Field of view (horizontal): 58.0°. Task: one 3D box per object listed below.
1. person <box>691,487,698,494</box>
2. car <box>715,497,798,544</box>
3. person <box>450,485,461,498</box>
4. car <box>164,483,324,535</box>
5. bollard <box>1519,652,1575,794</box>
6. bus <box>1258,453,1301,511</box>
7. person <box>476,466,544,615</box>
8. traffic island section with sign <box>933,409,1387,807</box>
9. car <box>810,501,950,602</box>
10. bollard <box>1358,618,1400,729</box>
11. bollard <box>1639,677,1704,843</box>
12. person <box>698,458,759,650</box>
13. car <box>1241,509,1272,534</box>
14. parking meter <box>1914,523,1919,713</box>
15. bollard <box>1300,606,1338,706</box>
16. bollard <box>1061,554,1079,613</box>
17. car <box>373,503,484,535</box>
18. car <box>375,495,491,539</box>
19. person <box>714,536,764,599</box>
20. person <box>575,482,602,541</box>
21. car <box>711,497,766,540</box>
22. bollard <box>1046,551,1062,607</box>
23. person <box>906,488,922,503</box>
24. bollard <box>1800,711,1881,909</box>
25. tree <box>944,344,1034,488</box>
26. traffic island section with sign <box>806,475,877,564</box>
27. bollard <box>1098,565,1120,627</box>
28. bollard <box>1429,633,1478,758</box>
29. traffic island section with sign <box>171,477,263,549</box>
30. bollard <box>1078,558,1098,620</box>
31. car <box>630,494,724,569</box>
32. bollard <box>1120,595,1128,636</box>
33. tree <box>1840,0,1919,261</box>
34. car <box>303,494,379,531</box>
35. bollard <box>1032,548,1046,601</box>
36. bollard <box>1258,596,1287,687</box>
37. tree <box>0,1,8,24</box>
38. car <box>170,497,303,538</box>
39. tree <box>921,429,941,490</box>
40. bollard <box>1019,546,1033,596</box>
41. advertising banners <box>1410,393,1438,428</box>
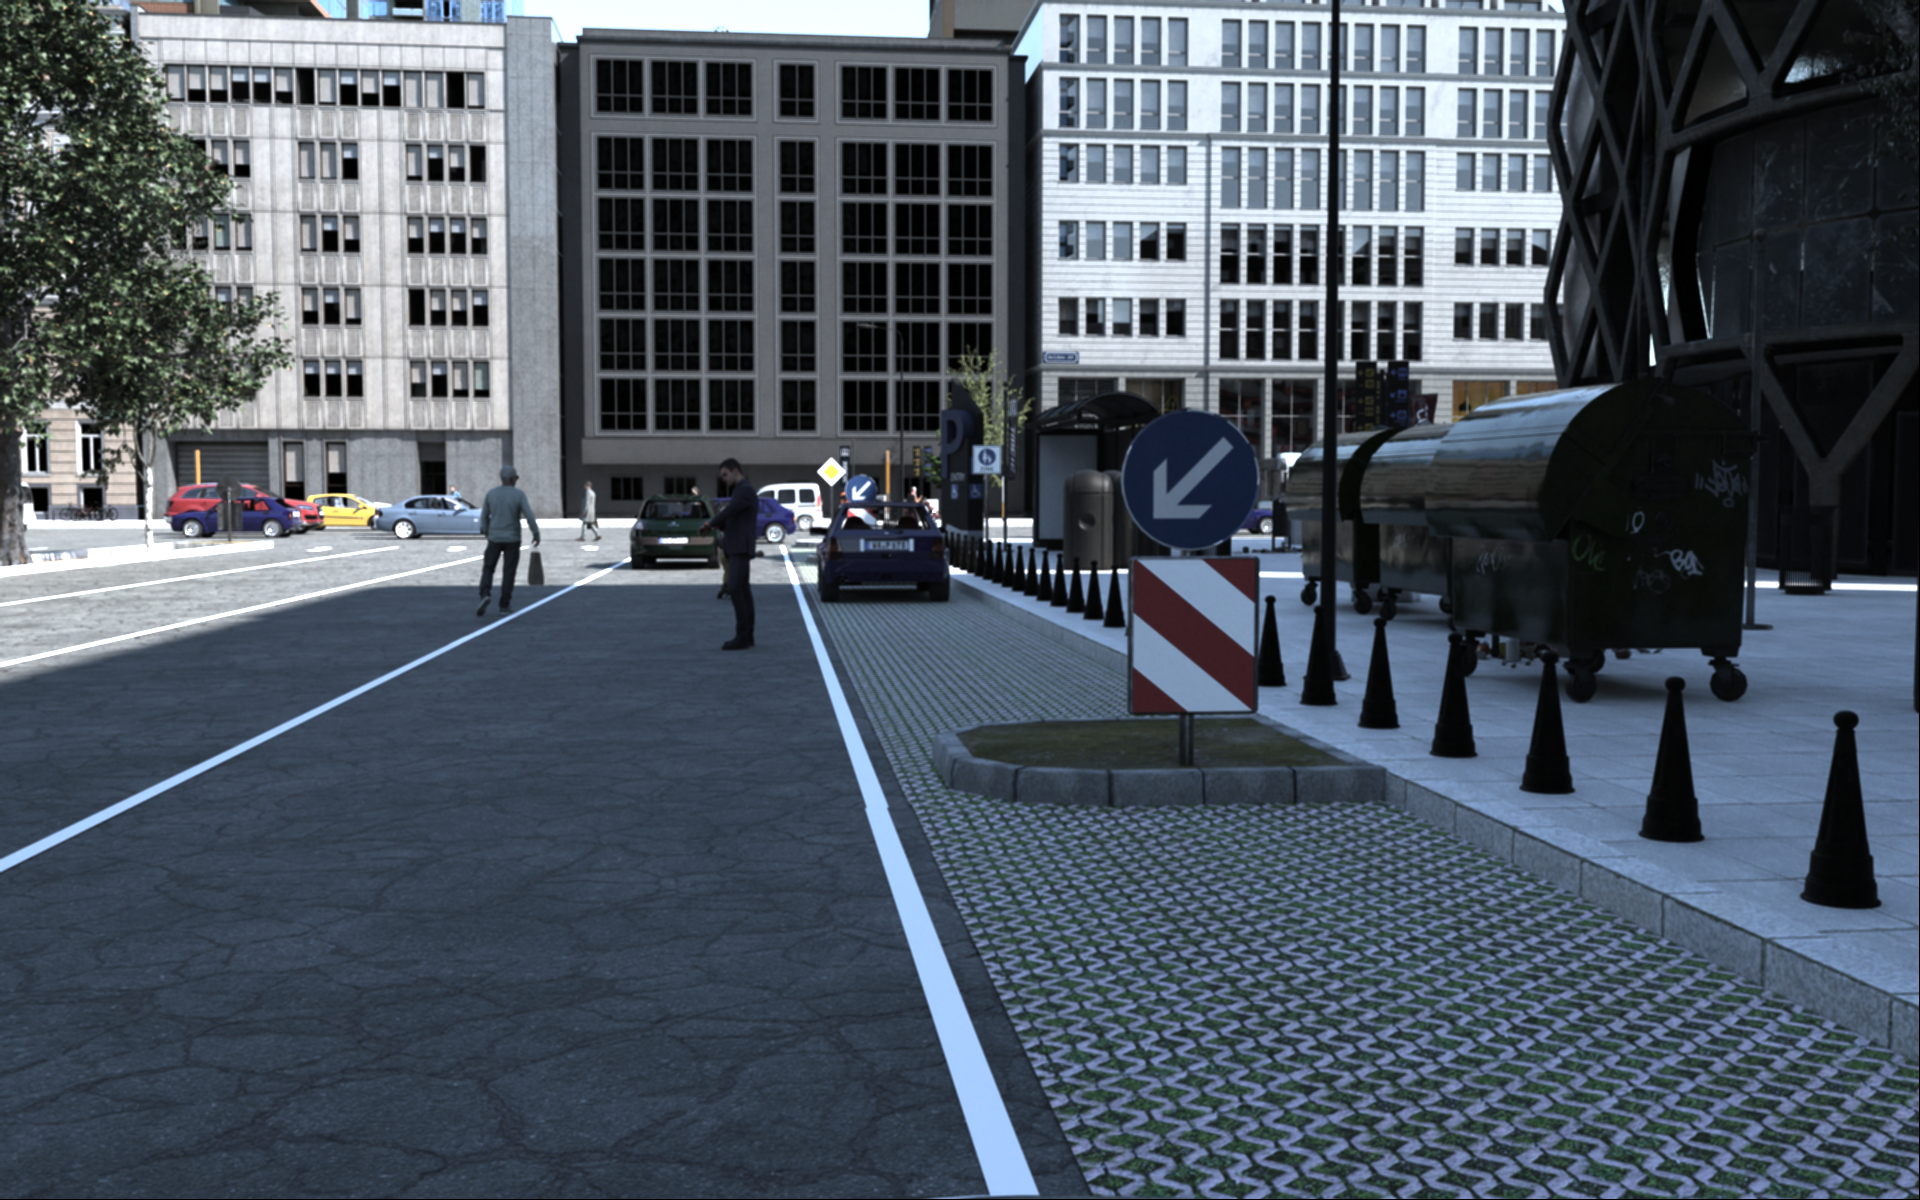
[{"bbox_3d":[-9.651,-3.275,63.057,0.522,1.701,0.512,-1,4,-21],"label":"person"},{"bbox_3d":[-6.704,-2.324,50.572,3.894,1.354,1.945,0,4,-6],"label":"car"},{"bbox_3d":[-20.229,-3.703,69.384,0.601,1.785,0.444,2,4,30],"label":"person"},{"bbox_3d":[-25.492,-3.248,61.785,5.304,1.827,2.281,0,4,-8],"label":"car"},{"bbox_3d":[2.546,0.523,7.494,0.229,0.601,0.229,0,3,0],"label":"bollard"},{"bbox_3d":[18.735,-4.867,74.429,13.247,3.499,2.948,0,4,-7],"label":"bus"},{"bbox_3d":[-5.318,-0.707,20.543,0.782,1.767,0.515,0,4,1],"label":"person"},{"bbox_3d":[0.890,-0.014,8.859,1.989,1.847,2.006,0,4,-6],"label":"traffic island section with sign"},{"bbox_3d":[-1.122,-0.713,24.245,1.945,1.354,3.894,0,4,-5],"label":"car"},{"bbox_3d":[2.313,0.397,9.549,0.229,0.601,0.229,0,3,0],"label":"bollard"},{"bbox_3d":[2.664,0.586,6.468,0.229,0.601,0.229,0,3,0],"label":"bollard"},{"bbox_3d":[-2.165,-0.443,16.184,0.568,1.767,0.683,-1,4,-15],"label":"person"},{"bbox_3d":[9.642,-3.033,62.169,3.894,1.354,1.945,0,4,-6],"label":"car"},{"bbox_3d":[5.797,-0.274,10.199,0.255,1.863,0.399,2,4,26],"label":"parking meter"},{"bbox_3d":[2.195,0.334,10.585,0.229,0.601,0.229,0,3,0],"label":"bollard"},{"bbox_3d":[1.263,-0.170,18.816,0.229,0.601,0.229,0,3,0],"label":"bollard"},{"bbox_3d":[-18.192,-2.984,61.154,4.827,1.381,2.083,0,4,-6],"label":"car"},{"bbox_3d":[-16.446,-2.678,55.791,4.499,1.417,2.014,0,4,-5],"label":"car"},{"bbox_3d":[-3.027,-0.449,23.765,0.695,0.859,0.347,0,4,2],"label":"person"},{"bbox_3d":[-11.344,-2.703,52.798,0.767,1.812,0.694,0,4,4],"label":"person"},{"bbox_3d":[-7.585,-2.580,54.761,3.894,1.354,1.945,0,4,-7],"label":"car"},{"bbox_3d":[1.143,-0.233,19.844,0.229,0.601,0.229,0,3,0],"label":"bollard"},{"bbox_3d":[-1.707,-3.338,64.553,0.593,1.643,0.415,-1,4,-16],"label":"person"},{"bbox_3d":[2.778,0.648,5.447,0.229,0.601,0.229,0,3,0],"label":"bollard"},{"bbox_3d":[1.252,-8.284,85.801,4.737,8.622,4.395,0,3,0],"label":"tree"},{"bbox_3d":[-2.201,-1.680,36.094,1.989,1.847,2.006,0,4,-6],"label":"traffic island section with sign"},{"bbox_3d":[1.495,-0.043,16.741,0.229,0.601,0.229,0,3,0],"label":"bollard"},{"bbox_3d":[2.431,0.460,8.514,0.229,0.601,0.229,0,3,0],"label":"bollard"},{"bbox_3d":[-19.548,-2.309,45.893,2.006,1.907,1.989,0,4,-6],"label":"traffic island section with sign"},{"bbox_3d":[1.375,-0.106,17.772,0.229,0.601,0.229,0,3,0],"label":"bollard"},{"bbox_3d":[-5.561,-1.515,34.558,2.009,1.686,4.222,0,4,-5],"label":"car"},{"bbox_3d":[1.612,0.020,15.716,0.229,0.601,0.229,0,3,0],"label":"bollard"},{"bbox_3d":[10.415,-4.063,16.798,4.360,8.622,3.978,0,3,0],"label":"tree"},{"bbox_3d":[-24.067,-3.555,68.355,3.980,1.641,2.015,0,4,-6],"label":"car"},{"bbox_3d":[1.030,-0.295,20.870,0.229,0.601,0.229,0,3,0],"label":"bollard"},{"bbox_3d":[2.080,0.270,11.621,0.229,0.601,0.229,0,3,0],"label":"bollard"},{"bbox_3d":[-16.892,-5.786,22.812,9.928,11.665,9.643,0,3,0],"label":"tree"},{"bbox_3d":[-23.847,-2.725,57.137,3.894,1.354,1.945,0,4,-7],"label":"car"},{"bbox_3d":[-0.233,-3.010,43.815,1.663,3.219,1.824,0,3,0],"label":"tree"},{"bbox_3d":[0.912,-0.358,21.898,0.229,0.601,0.229,0,3,0],"label":"bollard"},{"bbox_3d":[7.526,-2.120,30.850,2.074,3.025,0.090,3,5,42],"label":"advertising banners"}]
